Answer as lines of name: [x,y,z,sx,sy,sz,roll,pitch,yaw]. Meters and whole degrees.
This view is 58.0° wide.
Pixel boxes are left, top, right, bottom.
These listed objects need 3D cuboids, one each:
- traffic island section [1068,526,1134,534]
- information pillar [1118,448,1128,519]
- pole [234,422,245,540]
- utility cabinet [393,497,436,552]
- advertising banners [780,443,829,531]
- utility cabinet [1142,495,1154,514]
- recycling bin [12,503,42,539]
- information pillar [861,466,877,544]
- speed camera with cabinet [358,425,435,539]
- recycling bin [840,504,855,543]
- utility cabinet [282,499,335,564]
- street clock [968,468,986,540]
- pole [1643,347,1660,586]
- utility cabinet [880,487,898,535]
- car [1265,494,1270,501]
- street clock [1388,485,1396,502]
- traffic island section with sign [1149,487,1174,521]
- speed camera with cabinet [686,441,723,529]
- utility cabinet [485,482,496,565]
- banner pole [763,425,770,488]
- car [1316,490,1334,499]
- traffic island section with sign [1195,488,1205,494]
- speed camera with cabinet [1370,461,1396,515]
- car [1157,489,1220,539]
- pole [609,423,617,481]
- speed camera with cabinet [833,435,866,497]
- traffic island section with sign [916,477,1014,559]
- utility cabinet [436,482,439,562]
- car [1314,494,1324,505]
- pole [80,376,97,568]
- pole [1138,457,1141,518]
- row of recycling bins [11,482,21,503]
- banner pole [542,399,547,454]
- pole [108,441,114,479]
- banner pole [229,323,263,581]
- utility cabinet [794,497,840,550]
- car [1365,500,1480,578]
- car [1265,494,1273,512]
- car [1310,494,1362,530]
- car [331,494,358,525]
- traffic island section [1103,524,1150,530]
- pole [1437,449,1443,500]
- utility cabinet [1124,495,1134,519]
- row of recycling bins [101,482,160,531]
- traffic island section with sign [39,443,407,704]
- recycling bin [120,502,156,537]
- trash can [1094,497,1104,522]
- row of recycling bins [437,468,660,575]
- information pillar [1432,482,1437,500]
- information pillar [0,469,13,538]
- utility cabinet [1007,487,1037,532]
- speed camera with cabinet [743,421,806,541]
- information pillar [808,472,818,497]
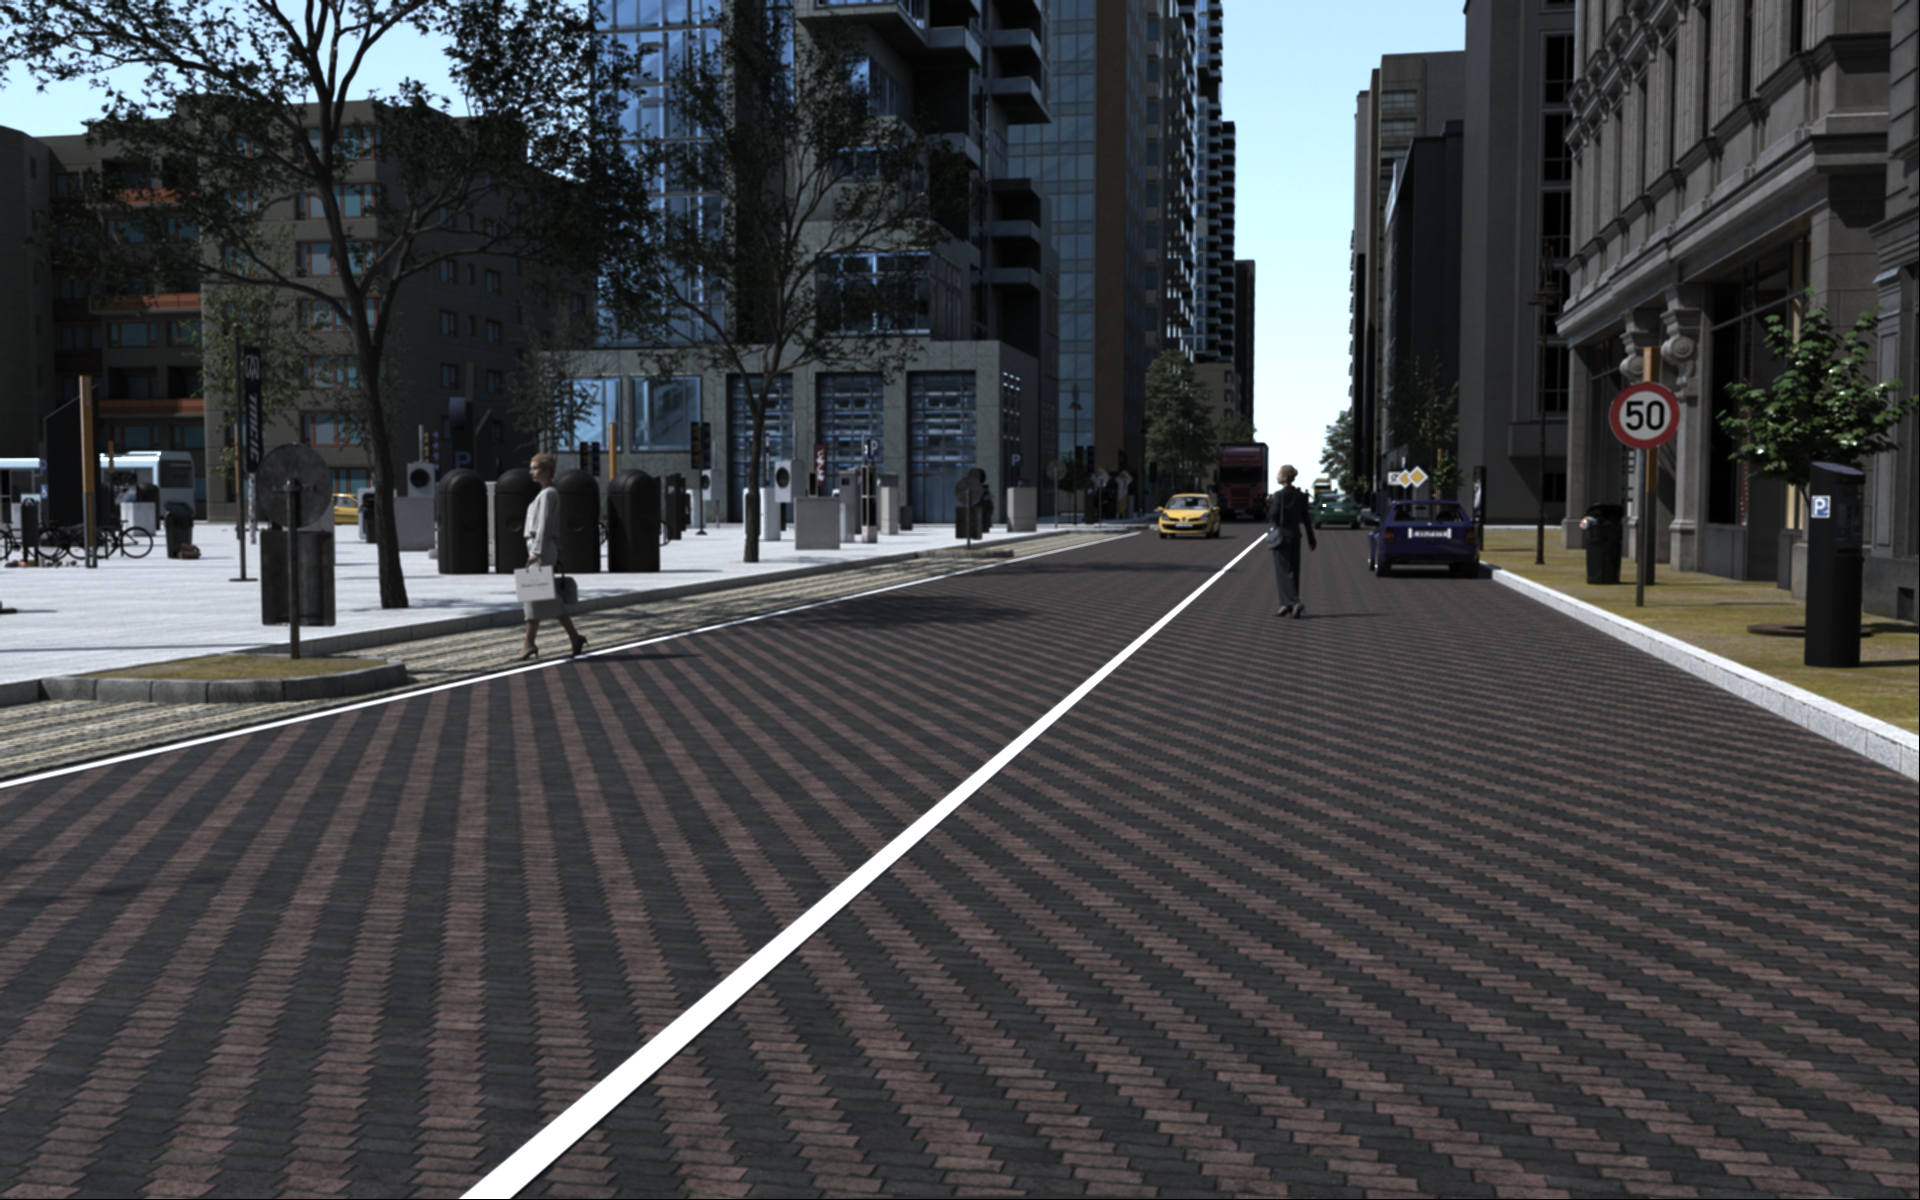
traffic island section: [5.105,-2.511,63.339,2.009,0.180,2.903,1,4,11]
information pillar: [8.228,-5.886,87.592,0.504,3.616,0.183,-1,4,-16]
pole: [-20.219,-3.350,48.613,0.158,3.312,0.155,0,3,0]
utility cabinet: [-12.320,-1.693,38.846,1.020,1.237,0.306,-2,4,-28]
advertising banners: [-5.546,-3.899,59.937,2.074,3.025,0.090,0,4,8]
utility cabinet: [12.442,-6.327,114.606,0.306,1.237,1.020,3,5,44]
recycling bin: [-26.465,-2.250,49.341,0.722,1.027,0.722,0,4,2]
information pillar: [-2.358,-2.480,45.046,0.304,2.012,0.304,-3,4,-37]
speed camera with cabinet: [-16.077,-3.368,49.402,2.038,3.252,0.660,-1,4,-8]
recycling bin: [-3.223,-2.030,45.738,0.722,1.027,0.722,1,4,15]
utility cabinet: [-11.737,-1.228,31.240,0.306,1.237,1.020,1,4,22]
street clock: [0.477,-2.689,48.541,0.471,2.002,0.358,3,5,43]
pole: [9.612,-1.854,24.160,0.158,3.312,0.155,0,3,0]
utility cabinet: [-2.220,-2.806,54.551,0.318,1.500,1.173,-1,4,-16]
car: [28.210,-9.024,157.767,2.015,1.641,3.980,1,4,10]
street clock: [20.302,-4.697,81.367,0.358,2.002,0.471,-1,4,-9]
traffic island section with sign: [11.292,-5.198,93.607,1.989,1.847,2.006,1,4,11]
speed camera with cabinet: [-9.692,-4.303,64.685,0.660,3.252,2.038,-3,5,-43]
utility cabinet: [-8.721,-1.375,31.165,1.173,1.500,0.318,2,4,27]
banner pole: [-7.008,-4.445,62.693,0.401,3.779,0.863,-2,4,-24]
car: [37.733,-10.366,178.150,2.281,1.827,5.304,1,4,13]
traffic island section with sign: [16.682,-6.813,120.020,1.989,1.847,2.006,1,4,11]
speed camera with cabinet: [25.573,-6.751,104.720,0.660,3.252,2.038,-1,4,-16]
car: [7.519,-2.834,56.557,2.015,1.641,3.980,1,4,13]
pole: [-9.963,-3.421,49.770,0.158,3.312,0.155,0,3,0]
speed camera with cabinet: [-3.678,-3.918,58.401,0.660,3.252,2.038,-2,4,-25]
traffic island section with sign: [0.158,-1.866,39.138,1.989,1.847,2.006,1,4,11]
utility cabinet: [-9.755,-1.480,32.884,0.318,1.500,1.173,-1,4,-15]
car: [34.589,-9.307,164.171,2.014,1.417,4.499,1,4,11]
pole: [-15.077,-2.209,29.958,0.158,3.312,0.155,0,3,0]
pole: [9.744,-6.129,94.060,0.158,3.312,0.155,0,3,0]
row of recycling bins: [-31.668,-2.939,55.170,3.534,1.692,1.069,0,4,1]
banner pole: [-10.942,-3.408,45.732,0.401,3.779,0.863,-1,4,-16]
pole: [-32.554,-4.443,66.490,0.158,3.312,0.155,0,3,0]
banner pole: [-10.559,-2.183,25.713,0.401,3.779,0.863,1,4,8]
utility cabinet: [-3.292,-1.755,39.859,1.020,1.237,0.306,-1,4,-12]
car: [8.268,-1.129,31.047,1.945,1.354,3.894,1,4,11]
car: [25.743,-8.021,140.178,2.155,1.783,4.494,1,4,13]
car: [15.558,-3.655,71.555,2.131,1.459,4.920,1,4,11]
car: [-25.796,-3.890,73.828,3.980,1.641,2.015,1,4,12]
traffic island section: [6.702,-2.990,71.164,2.009,0.180,2.903,1,4,11]
pole: [21.566,-5.137,77.835,0.158,3.312,0.155,0,3,0]
utility cabinet: [8.669,-4.786,89.409,0.306,1.237,1.020,-1,4,-12]
row of recycling bins: [-29.415,-3.279,60.732,1.069,1.692,3.534,1,4,10]
traffic island section with sign: [-5.219,-0.250,12.723,1.989,1.847,2.006,1,4,11]
recycling bin: [-24.782,-2.427,52.235,0.722,1.027,0.722,2,4,34]
trash can: [6.188,-4.110,78.850,0.748,1.137,0.748,0,3,0]
row of recycling bins: [-6.674,-1.288,28.172,3.534,1.692,1.069,-1,4,-11]
information pillar: [23.128,-4.873,84.160,0.304,2.012,0.304,-2,4,-26]
information pillar: [-27.669,-2.796,50.200,0.304,2.012,0.304,-2,4,-35]
utility cabinet: [2.057,-3.005,57.808,0.318,1.500,1.173,3,5,42]
speed camera with cabinet: [-5.065,-3.228,47.108,2.038,3.252,0.660,3,5,44]
information pillar: [-4.933,-3.282,58.153,0.304,2.012,0.304,0,4,-1]
